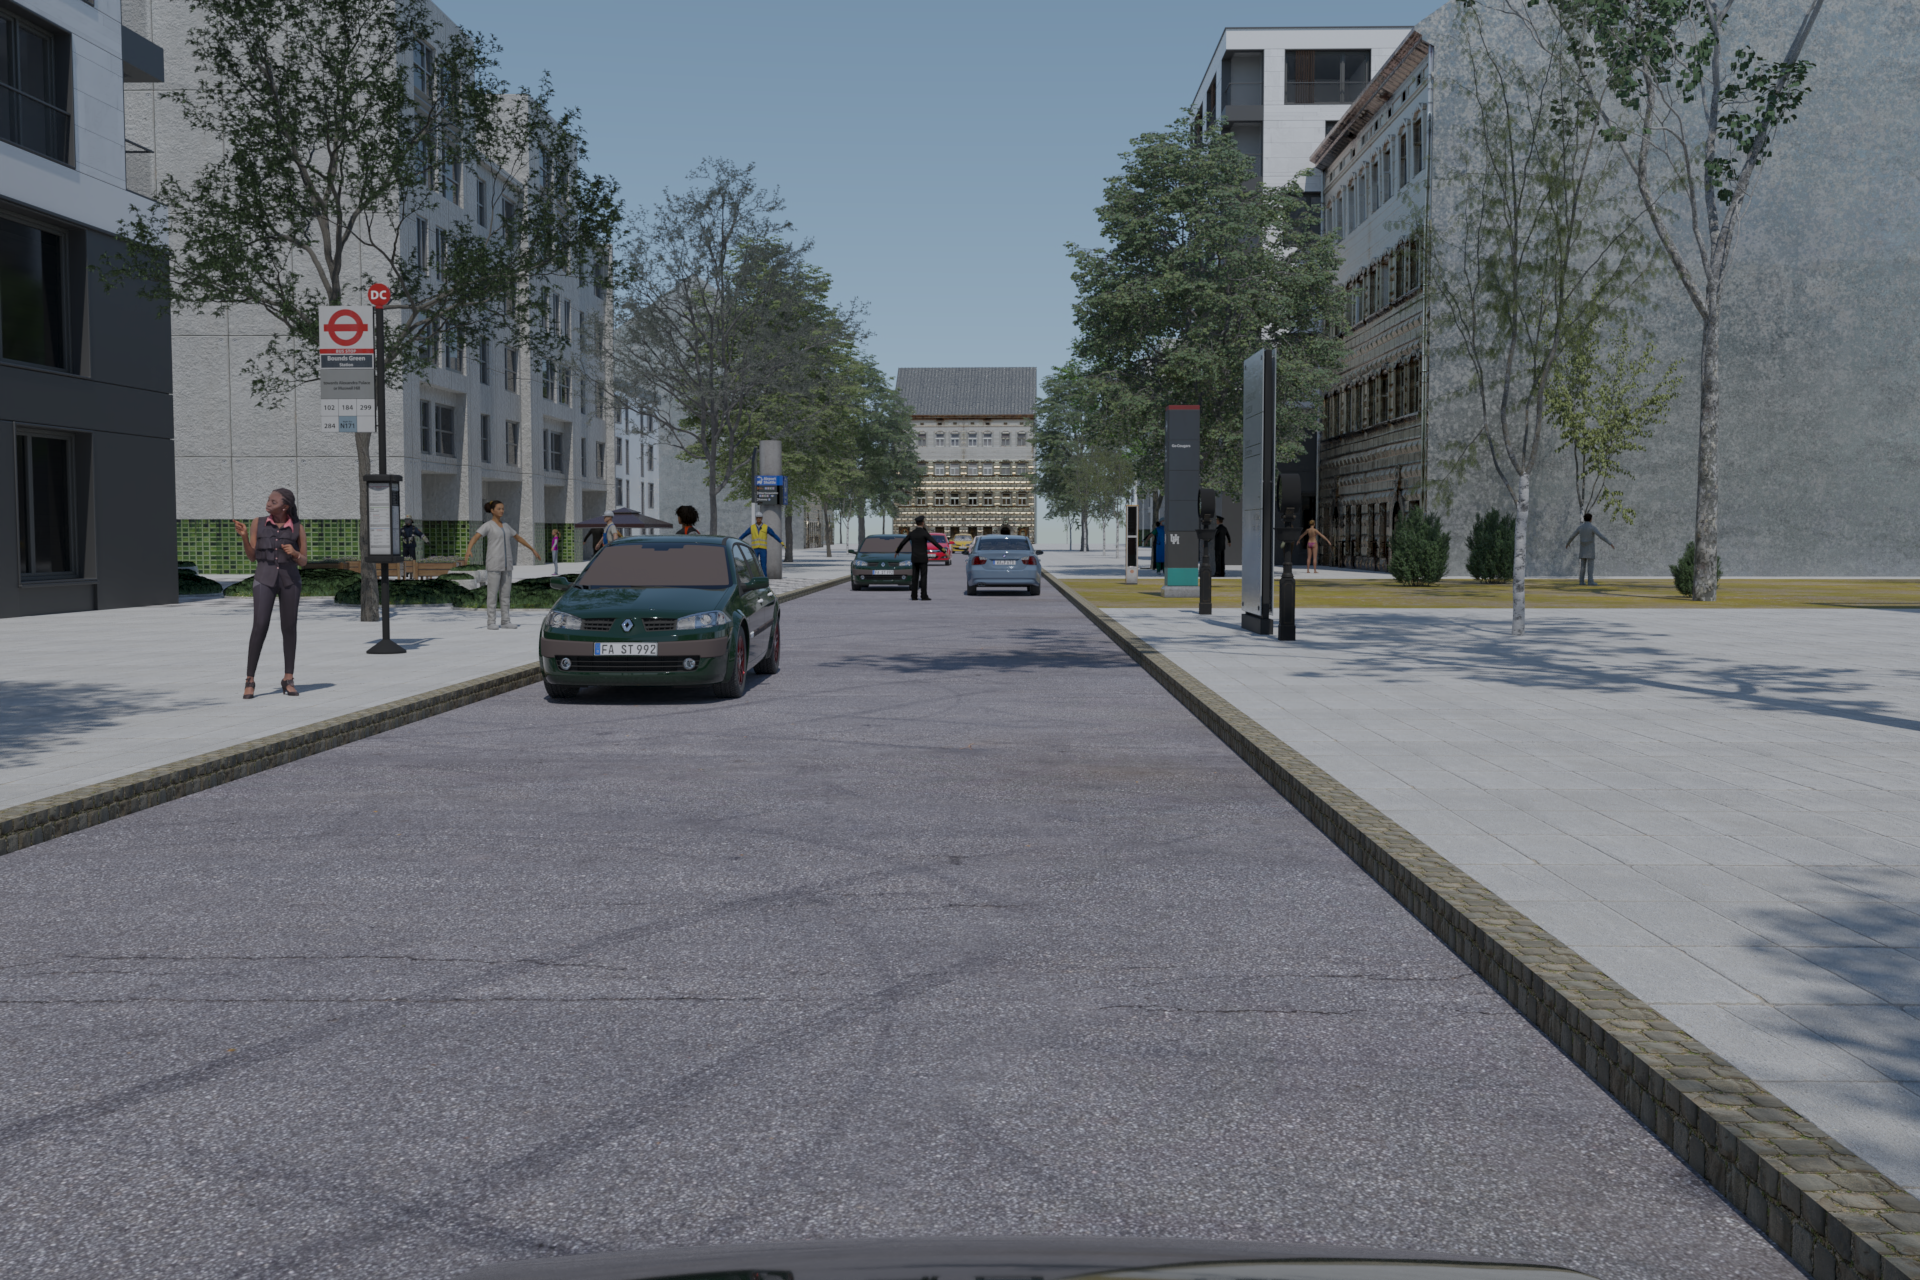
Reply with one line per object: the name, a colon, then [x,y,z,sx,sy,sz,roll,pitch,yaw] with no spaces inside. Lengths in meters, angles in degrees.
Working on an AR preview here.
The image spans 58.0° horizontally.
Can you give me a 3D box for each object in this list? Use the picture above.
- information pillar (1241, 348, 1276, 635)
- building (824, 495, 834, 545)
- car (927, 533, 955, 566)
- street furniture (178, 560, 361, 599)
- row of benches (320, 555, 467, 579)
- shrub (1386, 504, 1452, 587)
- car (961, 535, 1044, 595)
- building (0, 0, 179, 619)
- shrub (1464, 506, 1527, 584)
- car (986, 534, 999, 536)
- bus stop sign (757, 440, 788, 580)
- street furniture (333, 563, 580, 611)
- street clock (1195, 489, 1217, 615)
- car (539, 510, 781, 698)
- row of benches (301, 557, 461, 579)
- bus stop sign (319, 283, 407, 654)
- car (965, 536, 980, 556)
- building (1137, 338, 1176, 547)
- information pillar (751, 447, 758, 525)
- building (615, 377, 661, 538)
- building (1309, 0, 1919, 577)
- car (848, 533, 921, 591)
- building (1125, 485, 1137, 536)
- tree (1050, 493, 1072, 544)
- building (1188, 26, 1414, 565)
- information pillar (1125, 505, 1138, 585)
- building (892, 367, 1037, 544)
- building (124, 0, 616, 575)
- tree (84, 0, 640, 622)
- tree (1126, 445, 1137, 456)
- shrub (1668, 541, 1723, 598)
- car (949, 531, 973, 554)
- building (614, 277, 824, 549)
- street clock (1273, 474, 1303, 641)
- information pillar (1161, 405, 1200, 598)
information pillar: [3.918,-1.923,22.759,0.184,3.620,1.656,0,4,1]
building: [-24.543,-22.354,196.419,19.493,23.208,18.063,0,4,2]
car: [-1.305,-4.321,79.695,2.155,1.783,4.494,0,4,1]
street furniture: [-15.768,-1.414,38.749,5.734,0.657,10.072,-1,4,-16]
row of benches: [-15.944,-2.057,49.098,4.104,0.672,1.422,-2,4,-27]
shrub: [11.170,-2.310,42.187,1.690,2.028,1.600,0,3,0]
car: [1.031,-1.818,41.721,2.014,1.417,4.499,0,4,1]
building: [-28.604,-10.479,15.299,27.936,21.610,32.646,0,4,1]
shrub: [13.797,-2.462,44.673,1.690,2.028,1.600,0,3,0]
car: [2.556,-7.107,128.201,2.014,1.417,4.499,0,4,1]
bus stop sign: [-5.342,-3.664,48.924,0.837,3.901,0.837,0,4,3]
street furniture: [-8.537,-1.110,33.774,5.734,0.657,10.072,0,4,0]
street clock: [3.914,-1.407,27.572,0.358,2.002,0.471,0,4,1]
car: [-2.737,-0.403,16.379,2.009,1.686,4.222,0,4,1]
row of benches: [-14.958,-1.813,45.105,4.104,0.672,1.422,0,4,-4]
bus stop sign: [-6.397,-1.825,18.538,0.855,3.939,0.416,0,4,1]
car: [1.283,-3.896,76.056,2.083,1.381,4.827,0,3,0]
building: [26.609,-18.258,164.977,16.747,18.905,31.486,0,4,1]
information pillar: [-5.496,-3.365,46.376,0.183,3.616,0.504,0,4,3]
building: [-22.631,-9.960,105.001,9.099,9.664,28.070,0,4,1]
building: [23.511,-14.042,60.513,19.493,23.208,18.063,0,4,2]
car: [-1.872,-2.162,45.141,2.009,1.686,4.222,0,4,1]
building: [24.658,-15.794,200.385,9.099,9.664,28.070,0,4,1]
tree: [14.271,-16.894,226.576,4.360,8.622,3.978,0,3,0]
building: [25.038,-14.813,86.163,27.936,21.610,32.646,0,4,1]
information pillar: [4.354,-2.411,43.913,0.304,2.012,0.304,0,4,1]
building: [0.968,-24.053,226.652,18.063,23.208,19.493,0,4,3]
building: [-25.682,-12.454,70.080,16.747,18.905,31.486,0,4,1]
tree: [-8.607,-5.569,25.463,8.767,10.594,7.601,0,4,5]
tree: [23.858,-22.387,221.910,12.611,20.169,13.585,0,3,0]
shrub: [14.825,-1.454,34.884,1.383,1.207,1.383,0,3,0]
car: [0.235,-7.184,127.680,2.015,1.641,3.980,0,4,1]
building: [-22.380,-19.861,155.661,19.493,23.208,18.063,0,4,0]
street clock: [3.941,-0.994,20.830,0.358,2.002,0.471,0,4,2]
information pillar: [4.496,-2.797,35.117,0.750,3.857,0.750,0,4,1]
